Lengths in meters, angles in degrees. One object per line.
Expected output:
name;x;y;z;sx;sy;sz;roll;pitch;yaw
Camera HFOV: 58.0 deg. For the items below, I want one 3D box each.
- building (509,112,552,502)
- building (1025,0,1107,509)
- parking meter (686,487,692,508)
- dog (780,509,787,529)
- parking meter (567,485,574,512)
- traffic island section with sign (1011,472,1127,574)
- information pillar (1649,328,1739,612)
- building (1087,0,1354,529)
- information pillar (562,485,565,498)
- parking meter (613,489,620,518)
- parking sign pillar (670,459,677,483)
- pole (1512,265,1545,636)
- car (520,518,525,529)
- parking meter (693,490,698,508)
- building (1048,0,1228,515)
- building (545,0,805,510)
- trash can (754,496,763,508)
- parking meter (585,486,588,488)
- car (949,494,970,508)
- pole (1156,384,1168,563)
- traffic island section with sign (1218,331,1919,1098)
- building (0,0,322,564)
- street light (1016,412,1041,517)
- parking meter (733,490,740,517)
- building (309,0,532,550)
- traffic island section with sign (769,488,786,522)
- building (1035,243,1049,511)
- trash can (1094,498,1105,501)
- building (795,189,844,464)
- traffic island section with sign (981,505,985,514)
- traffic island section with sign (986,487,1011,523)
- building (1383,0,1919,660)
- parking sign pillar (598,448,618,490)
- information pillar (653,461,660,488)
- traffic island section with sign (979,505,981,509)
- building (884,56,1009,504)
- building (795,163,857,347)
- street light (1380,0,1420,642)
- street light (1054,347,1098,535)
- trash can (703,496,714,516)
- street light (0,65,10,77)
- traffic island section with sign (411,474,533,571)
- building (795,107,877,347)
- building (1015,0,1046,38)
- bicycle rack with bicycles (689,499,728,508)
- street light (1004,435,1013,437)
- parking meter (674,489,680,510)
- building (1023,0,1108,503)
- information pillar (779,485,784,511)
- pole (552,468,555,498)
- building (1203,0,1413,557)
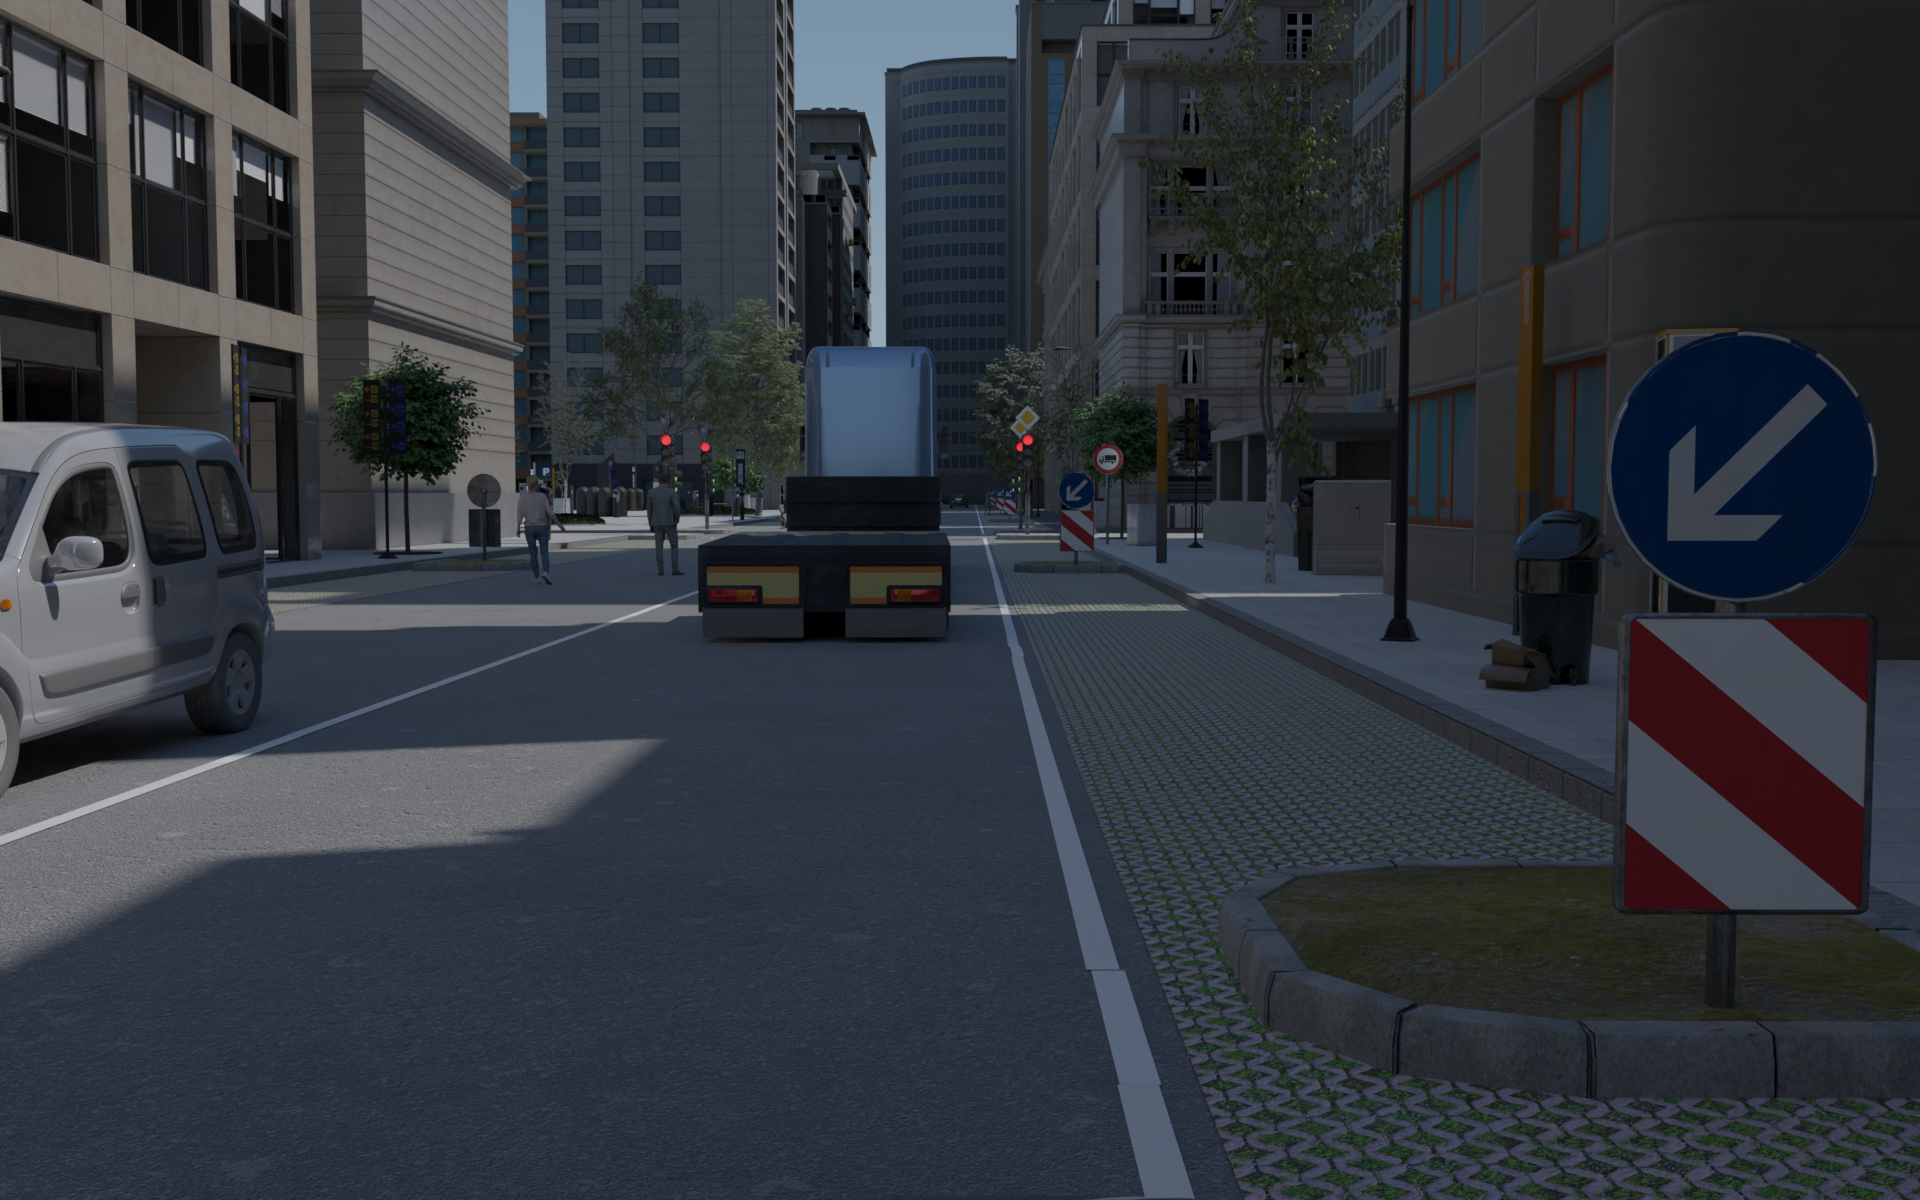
building;-50.480;-33.452;201.564;28.867;44.769;22.147;0;4;0
building;13.055;-30.970;156.471;14.600;45.320;14.200;0;4;0
parking meter;-20.931;-7.835;133.805;0.399;1.863;0.255;-1;4;-12
dog;-7.134;-3.336;71.380;0.800;0.831;0.513;-2;4;-32
parking meter;-23.897;-6.150;106.263;0.255;1.863;0.399;1;4;14
traffic island section with sign;2.000;-1.428;31.975;1.989;1.847;2.006;0;4;0
information pillar;3.323;-0.207;7.877;0.304;2.012;0.304;1;4;13
building;17.528;-13.889;68.889;24.055;21.916;13.314;0;4;0
information pillar;-30.372;-7.857;132.956;0.304;2.012;0.304;0;4;4
parking meter;-18.720;-5.256;94.351;0.372;1.533;0.369;0;3;0
parking sign pillar;-21.974;-8.758;131.669;1.447;3.967;1.447;1;4;15
pole;5.122;-1.331;15.599;0.158;3.312;0.155;0;3;0
car;-17.255;-2.892;59.654;4.827;1.381;2.083;0;4;1
parking meter;-18.476;-6.885;120.976;0.372;1.533;0.369;0;3;0
building;15.432;-17.986;98.580;19.350;26.468;34.151;0;4;0
building;-22.496;-43.359;147.178;20.563;71.187;20.611;0;4;0
trash can;-15.489;-7.434;133.206;0.748;1.137;0.748;0;3;0
parking meter;-28.746;-7.797;133.186;0.255;1.863;0.399;-1;4;-16
car;-0.077;-10.027;175.736;2.131;1.459;4.920;0;4;2
pole;3.746;-2.340;32.095;0.158;3.312;0.155;0;3;0
traffic island section with sign;1.812;0.221;5.021;1.989;1.847;2.006;0;4;0
building;-22.272;-12.957;16.362;19.350;26.468;34.151;0;4;0
street light;3.865;-7.650;97.620;1.470;5.913;1.316;0;4;0
parking meter;-12.636;-5.465;97.762;0.372;1.533;0.369;0;3;0
building;-24.512;-15.792;45.587;23.554;28.519;14.401;0;4;0
traffic island section with sign;-8.713;-4.904;88.814;1.989;1.847;2.006;0;4;0
building;11.671;-17.793;127.079;11.583;22.565;21.152;0;4;0
trash can;4.964;-3.177;63.597;0.748;1.137;0.748;0;3;0
building;-18.599;-24.124;166.134;14.160;30.474;14.107;0;4;0
traffic island section with sign;2.595;-6.517;115.173;1.989;1.847;2.006;0;4;0
traffic island section with sign;2.394;-4.828;87.565;1.989;1.847;2.006;0;4;0
building;19.174;-9.915;7.148;27.650;21.520;28.899;0;4;0
parking sign pillar;-20.162;-6.878;100.921;1.447;3.967;1.447;-1;4;-15
information pillar;-21.305;-7.973;121.705;0.504;3.616;0.183;1;4;15
traffic island section with sign;2.948;-9.584;165.328;1.989;1.847;2.006;0;4;0
building;4.270;-42.175;231.563;28.212;58.520;21.231;0;4;0
building;-24.084;-30.882;196.803;23.993;40.220;32.217;0;4;0
street light;3.318;-2.598;15.022;1.470;5.913;1.316;0;4;0
street light;3.654;-5.028;54.752;1.470;5.913;1.316;0;4;0
trash can;-14.473;-5.387;99.730;0.748;1.137;0.748;0;3;0
street light;-10.962;-2.833;18.866;1.470;5.913;1.316;0;4;0
traffic island section with sign;-9.114;-1.479;32.811;1.989;1.847;2.006;0;4;0
building;-23.551;-39.575;236.292;27.495;52.752;28.713;0;4;0
building;16.885;-40.123;198.017;21.231;58.520;28.212;0;4;0
bicycle rack with bicycles;-17.884;-6.682;122.638;2.925;0.926;2.852;-3;4;-37
street light;4.211;-10.063;137.074;1.470;5.913;1.316;0;4;0
parking meter;-14.967;-5.067;91.259;0.372;1.533;0.369;0;3;0
building;16.929;-44.951;173.202;20.563;71.187;20.611;0;4;0
information pillar;-13.834;-7.938;134.273;0.304;2.012;0.304;-1;4;-21
pole;-31.615;-8.618;134.744;0.158;3.312;0.155;0;3;0
building;22.959;-21.349;40.932;32.217;40.220;23.993;0;4;0
